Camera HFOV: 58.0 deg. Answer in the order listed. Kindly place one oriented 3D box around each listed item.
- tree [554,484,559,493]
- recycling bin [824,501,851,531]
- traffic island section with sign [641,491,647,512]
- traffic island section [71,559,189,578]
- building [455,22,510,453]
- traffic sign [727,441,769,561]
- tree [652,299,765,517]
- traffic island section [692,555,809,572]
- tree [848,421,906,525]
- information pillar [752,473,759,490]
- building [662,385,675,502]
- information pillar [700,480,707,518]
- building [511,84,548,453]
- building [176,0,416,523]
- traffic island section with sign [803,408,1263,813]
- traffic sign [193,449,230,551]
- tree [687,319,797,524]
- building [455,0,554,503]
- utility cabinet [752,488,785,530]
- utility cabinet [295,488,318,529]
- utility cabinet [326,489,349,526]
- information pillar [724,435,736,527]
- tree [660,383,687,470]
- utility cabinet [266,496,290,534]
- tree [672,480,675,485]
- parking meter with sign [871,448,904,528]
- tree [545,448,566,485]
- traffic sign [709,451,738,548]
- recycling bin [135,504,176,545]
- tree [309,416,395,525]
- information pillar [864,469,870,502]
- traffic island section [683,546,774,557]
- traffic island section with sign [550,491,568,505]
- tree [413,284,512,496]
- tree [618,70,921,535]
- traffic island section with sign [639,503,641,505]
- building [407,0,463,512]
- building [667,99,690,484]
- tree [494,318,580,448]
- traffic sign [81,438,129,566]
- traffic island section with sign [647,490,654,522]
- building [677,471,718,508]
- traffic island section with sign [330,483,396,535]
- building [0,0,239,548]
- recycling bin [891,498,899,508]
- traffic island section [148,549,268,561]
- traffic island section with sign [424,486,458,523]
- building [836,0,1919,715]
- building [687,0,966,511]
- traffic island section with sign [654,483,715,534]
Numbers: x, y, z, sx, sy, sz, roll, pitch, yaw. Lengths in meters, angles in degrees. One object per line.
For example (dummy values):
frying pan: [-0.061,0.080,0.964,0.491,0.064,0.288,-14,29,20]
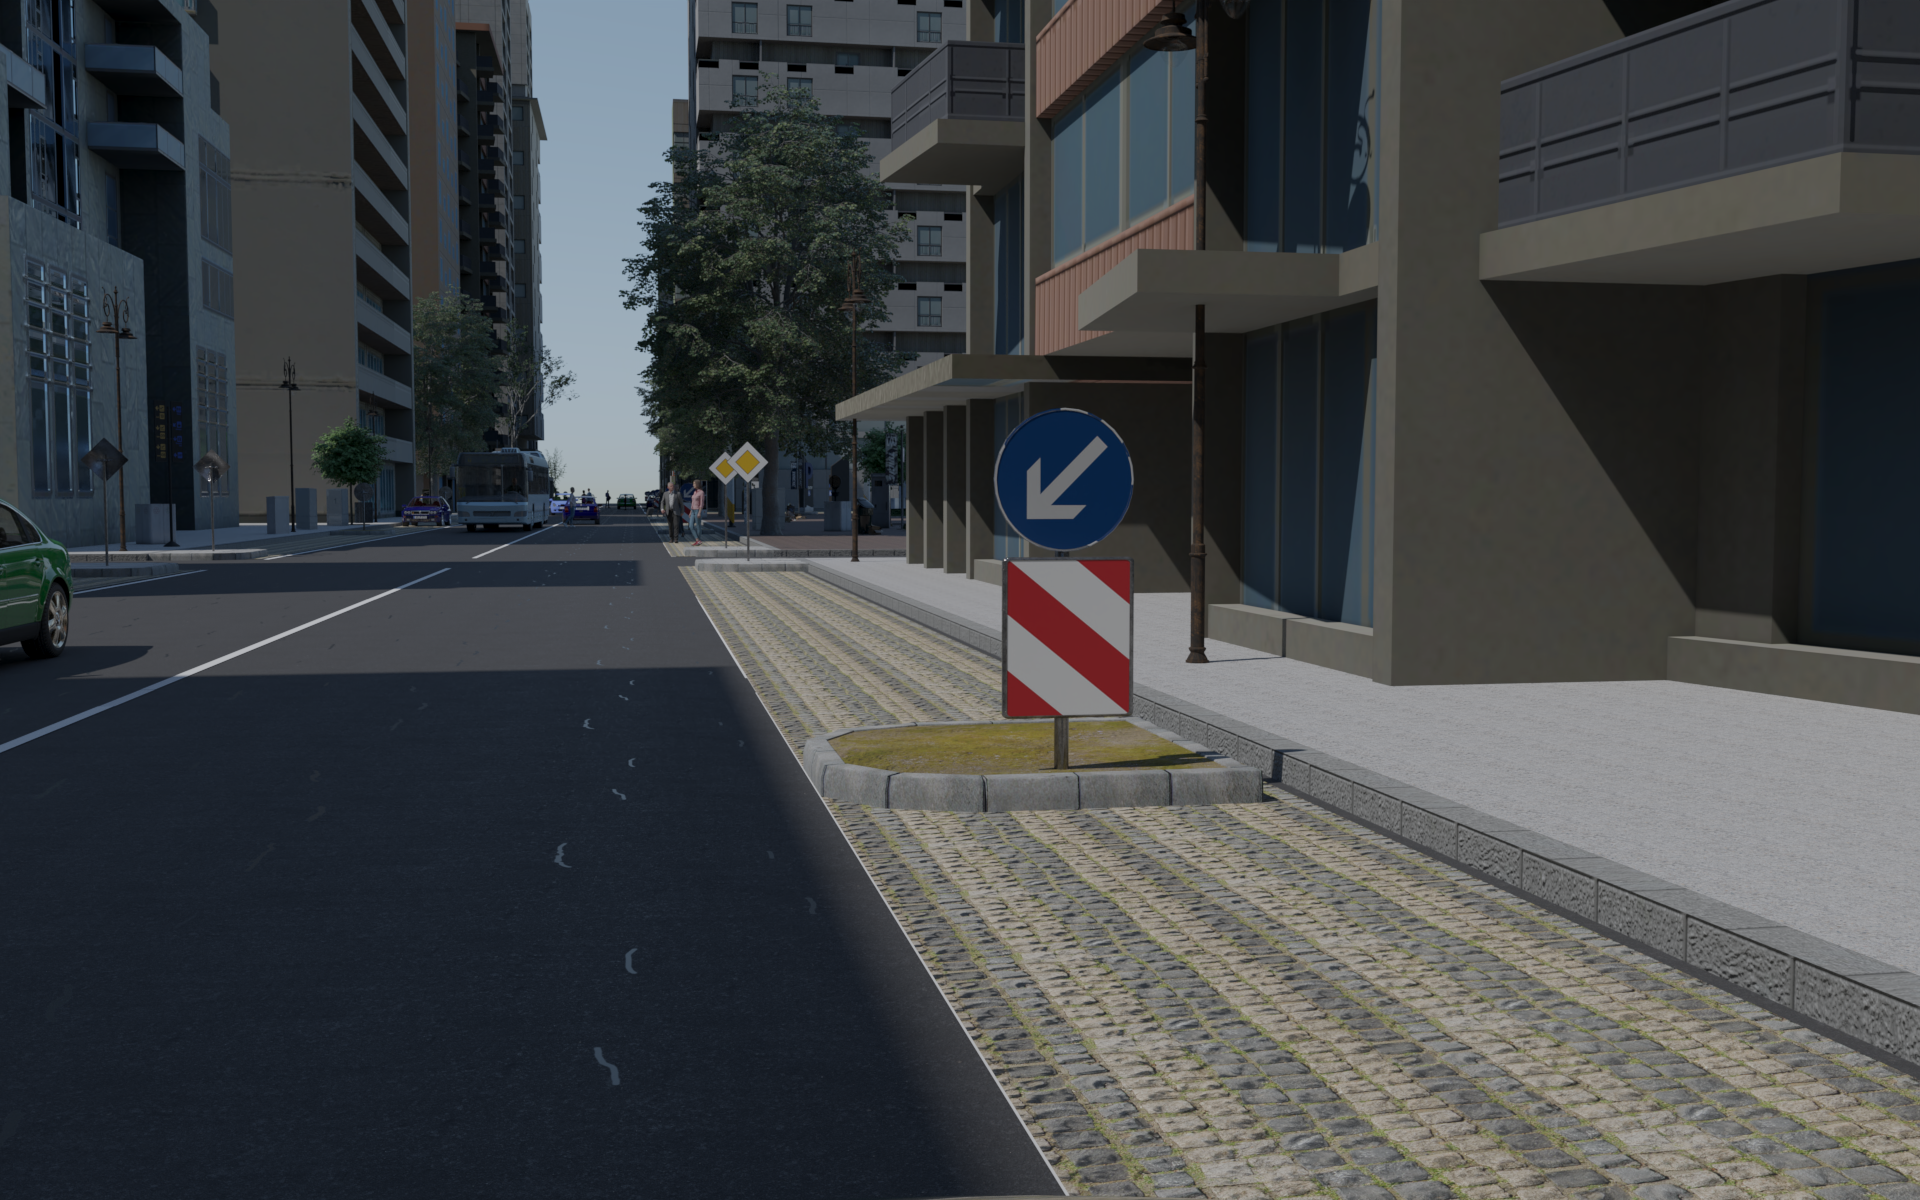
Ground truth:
tree: [-62.460,-16.567,265.467,1.663,3.219,1.824,0,3,0]
recycling bin: [-4.242,-2.903,60.020,0.722,1.027,0.722,2,4,27]
traffic island section with sign: [-24.401,-7.984,139.174,1.989,1.847,2.006,-1,4,-11]
traffic island section: [-15.263,-0.530,30.952,2.009,0.180,2.903,-1,4,-11]
building: [-53.199,-30.780,157.882,22.147,44.769,28.867,-1,4,-11]
traffic sign: [-4.040,-1.794,32.982,0.795,2.450,0.064,-1,4,-11]
tree: [-13.497,-11.006,98.070,7.486,12.596,7.792,0,3,0]
traffic island section: [-4.019,-0.660,33.064,2.009,0.180,2.903,-1,4,-11]
tree: [-3.037,-5.496,73.575,4.285,4.588,4.351,0,3,0]
information pillar: [-13.505,-7.524,114.365,0.504,3.616,0.183,0,4,0]
building: [-28.055,-24.516,245.873,27.650,21.520,28.899,-1,4,-11]
information pillar: [-13.491,-5.299,91.124,0.304,2.012,0.304,-2,4,-24]
building: [-68.524,-38.879,224.914,28.713,52.752,27.495,-1,4,-11]
building: [-39.112,-28.137,83.745,21.300,48.544,21.600,-1,4,-11]
traffic island section with sign: [0.240,-0.006,8.726,1.989,1.847,2.006,-1,4,-11]
traffic sign: [-16.723,-2.147,38.742,0.795,2.450,0.064,-1,4,-11]
tree: [-8.959,-7.564,74.037,4.360,8.622,3.978,0,3,0]
building: [-69.526,-49.583,248.936,20.563,71.187,20.611,-1,4,-11]
utility cabinet: [-6.833,-3.246,61.759,1.173,1.500,0.318,-2,4,-34]
utility cabinet: [-23.638,-3.302,62.660,0.318,1.500,1.173,-3,5,-44]
utility cabinet: [-24.985,-3.718,69.473,1.173,1.500,0.318,3,5,41]
information pillar: [-8.894,-4.619,66.874,0.504,3.616,0.183,3,5,43]
tree: [-16.730,-9.731,109.467,4.360,8.622,3.978,0,3,0]
utility cabinet: [-21.969,-2.729,55.777,0.306,1.237,1.020,0,4,4]
tree: [-32.494,-12.503,199.031,1.663,3.219,1.824,0,3,0]
parking meter with sign: [-2.975,-4.198,64.897,1.738,3.016,0.543,0,4,3]
tree: [-63.332,-19.531,269.699,4.360,8.622,3.978,0,3,0]
traffic sign: [-5.523,-2.274,40.829,0.795,2.450,0.064,-1,4,-11]
recycling bin: [-20.647,-1.951,44.456,0.722,1.027,0.722,2,4,34]
tree: [-25.259,-5.403,72.054,4.285,4.588,4.351,0,3,0]
information pillar: [-4.994,-6.215,92.965,0.183,3.616,0.504,-3,4,-39]
traffic island section: [-5.501,-1.139,40.911,2.009,0.180,2.903,-1,4,-11]
traffic island section with sign: [-50.641,-12.811,218.091,1.989,1.847,2.006,-1,4,-11]
tree: [-32.462,-12.204,106.184,9.857,13.997,8.962,0,3,0]
tree: [-5.930,-9.025,54.206,9.857,13.997,8.962,0,3,0]
traffic island section with sign: [-29.413,-9.604,165.661,1.989,1.847,2.006,-1,4,-11]
building: [-41.763,-28.563,117.108,14.600,45.320,14.200,-1,4,-11]
building: [-23.309,-30.590,183.748,14.154,41.232,14.086,-1,4,-11]
tree: [-46.644,-20.067,183.979,12.611,20.169,13.585,0,3,0]
traffic sign: [-15.241,-1.667,30.895,0.795,2.450,0.064,-1,4,-11]
traffic island section with sign: [-15.043,-4.952,89.599,1.989,1.847,2.006,-1,4,-11]
building: [-16.773,-44.500,165.835,20.563,71.187,20.611,-1,4,-11]
traffic island section with sign: [-20.879,-3.182,60.646,1.989,1.847,2.006,-1,4,-11]
building: [-34.343,-44.991,48.279,22.319,86.520,31.000,-1,4,-11]
recycling bin: [-4.352,-6.024,111.048,0.722,1.027,0.722,2,4,24]
traffic island section: [-16.745,-1.010,38.799,2.009,0.180,2.903,-1,4,-11]
traffic island section with sign: [-25.977,-4.827,87.547,1.989,1.847,2.006,-1,4,-11]
building: [10.785,-22.355,20.126,22.147,44.769,28.867,-1,4,-11]
building: [-8.399,-33.876,143.103,28.713,52.752,27.495,-1,4,-11]
traffic island section with sign: [-9.831,-3.267,62.038,1.989,1.847,2.006,-1,4,-11]
